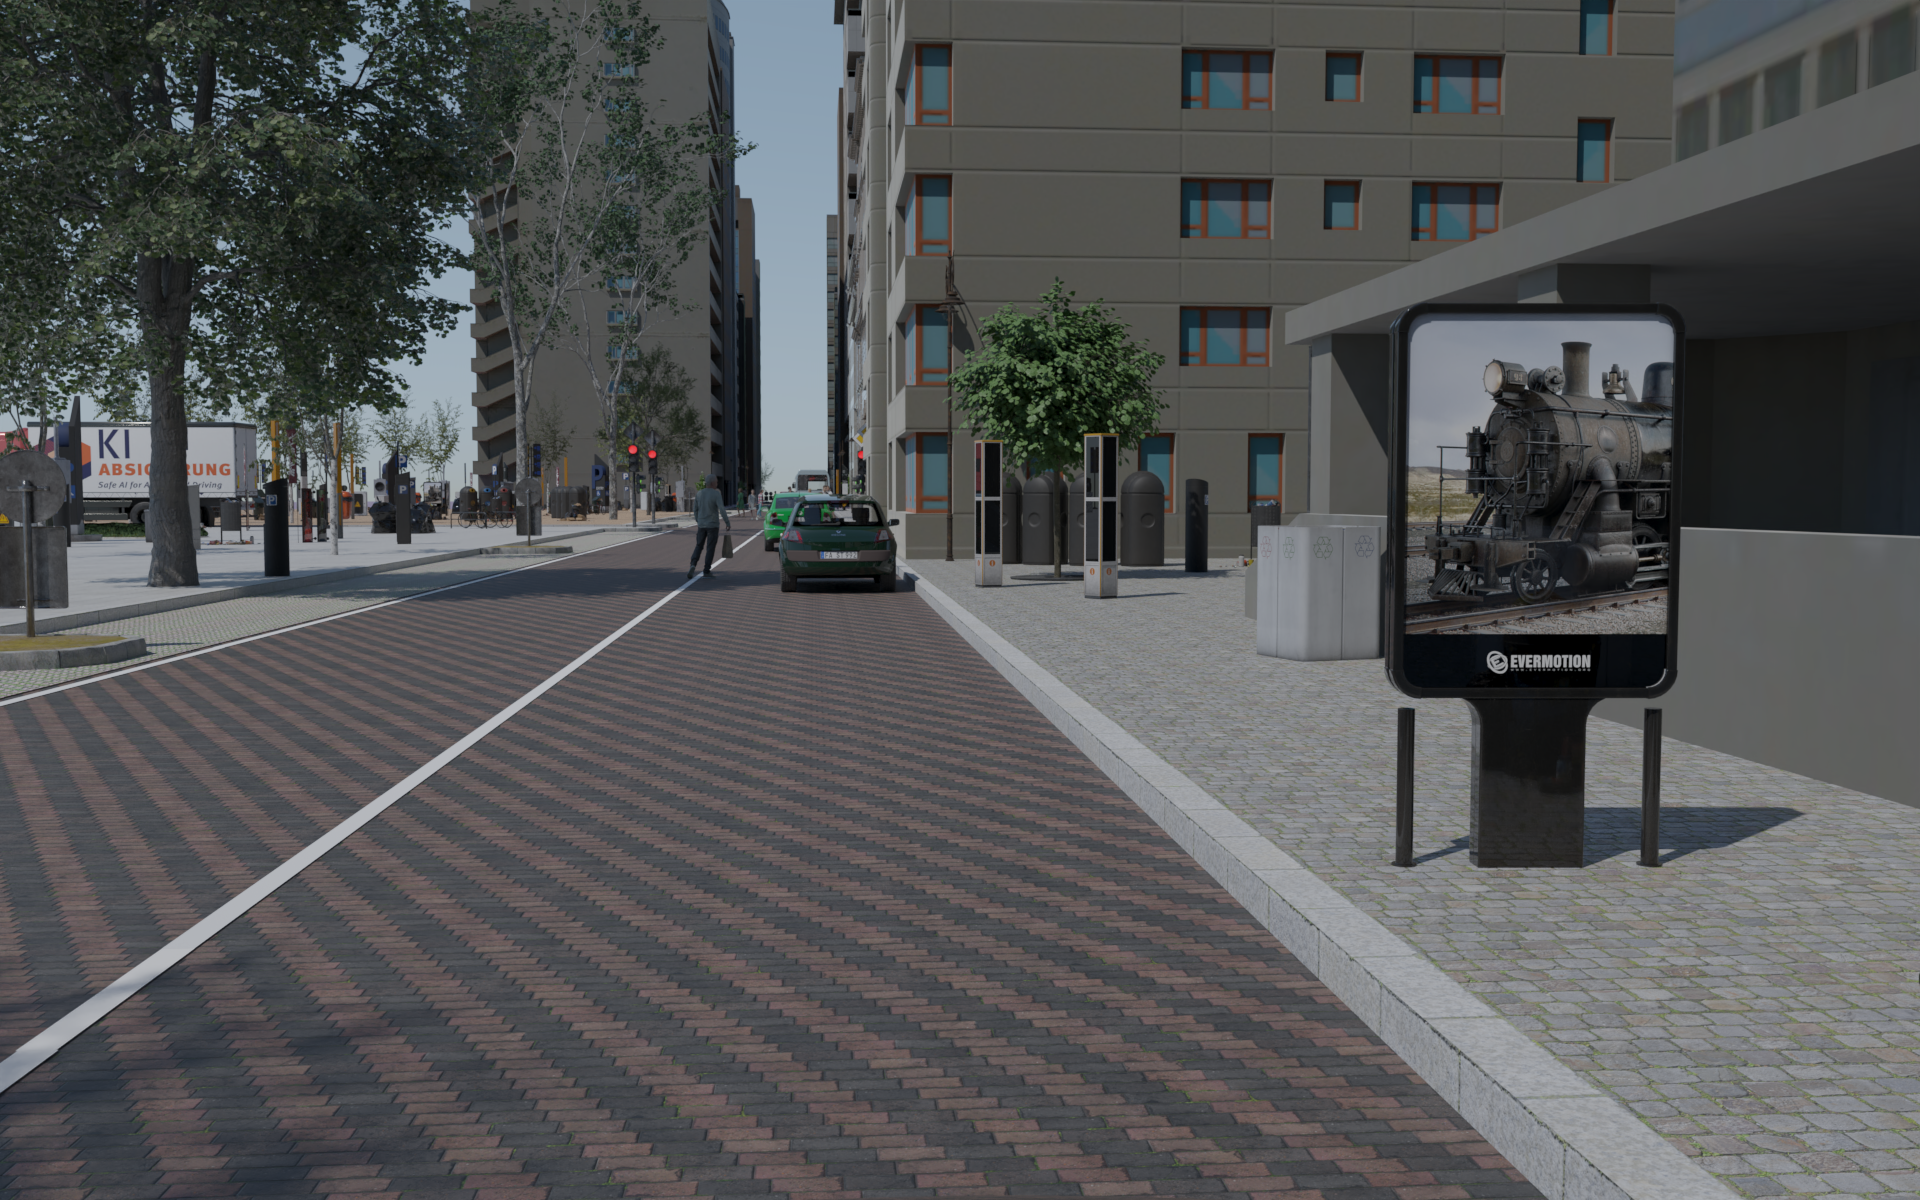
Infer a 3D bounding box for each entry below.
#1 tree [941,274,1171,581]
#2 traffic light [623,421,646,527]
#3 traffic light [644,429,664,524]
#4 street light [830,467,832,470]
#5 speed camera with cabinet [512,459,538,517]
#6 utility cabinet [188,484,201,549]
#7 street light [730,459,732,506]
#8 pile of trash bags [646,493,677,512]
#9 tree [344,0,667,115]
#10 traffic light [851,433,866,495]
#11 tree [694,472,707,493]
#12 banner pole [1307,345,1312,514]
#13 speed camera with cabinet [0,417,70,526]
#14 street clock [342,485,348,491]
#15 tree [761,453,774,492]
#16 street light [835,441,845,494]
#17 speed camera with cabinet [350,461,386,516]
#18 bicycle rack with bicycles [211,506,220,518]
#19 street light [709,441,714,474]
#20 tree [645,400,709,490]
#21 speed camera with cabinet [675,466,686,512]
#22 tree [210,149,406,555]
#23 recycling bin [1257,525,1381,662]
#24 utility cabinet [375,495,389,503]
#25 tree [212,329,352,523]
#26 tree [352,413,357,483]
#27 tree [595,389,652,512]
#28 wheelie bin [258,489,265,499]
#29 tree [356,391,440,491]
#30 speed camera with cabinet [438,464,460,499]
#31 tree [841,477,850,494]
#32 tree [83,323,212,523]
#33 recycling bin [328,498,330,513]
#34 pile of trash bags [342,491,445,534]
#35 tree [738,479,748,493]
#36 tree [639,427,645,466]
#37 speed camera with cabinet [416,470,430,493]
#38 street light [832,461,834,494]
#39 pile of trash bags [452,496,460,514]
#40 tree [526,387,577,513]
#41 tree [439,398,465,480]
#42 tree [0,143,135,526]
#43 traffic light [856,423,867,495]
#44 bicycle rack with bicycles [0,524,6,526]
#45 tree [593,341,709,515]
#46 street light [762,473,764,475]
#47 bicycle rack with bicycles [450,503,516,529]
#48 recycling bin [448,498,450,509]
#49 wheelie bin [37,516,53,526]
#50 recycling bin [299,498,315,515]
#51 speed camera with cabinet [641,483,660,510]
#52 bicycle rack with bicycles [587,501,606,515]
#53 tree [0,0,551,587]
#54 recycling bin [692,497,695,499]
[{"bbox_3d":[1.450,-2.597,26.169,4.285,4.588,4.351,0,3,0],"label":"tree"},{"bbox_3d":[-12.493,-4.742,66.451,0.839,4.253,0.868,0,4,-5],"label":"traffic light"},{"bbox_3d":[-13.165,-5.229,74.408,0.839,4.253,0.868,0,4,-5],"label":"traffic light"},{"bbox_3d":[-16.503,-15.472,225.750,0.468,5.910,1.993,0,4,-5],"label":"street light"},{"bbox_3d":[-24.612,-6.261,96.711,2.038,3.252,0.660,-2,4,-30],"label":"speed camera with cabinet"},{"bbox_3d":[-17.921,-1.901,39.760,1.173,1.500,0.318,2,4,35],"label":"utility cabinet"},{"bbox_3d":[-24.526,-12.995,185.249,0.468,5.910,1.993,0,4,-5],"label":"street light"},{"bbox_3d":[-21.523,-7.166,126.921,1.912,1.369,3.447,1,4,17],"label":"pile of trash bags"},{"bbox_3d":[-13.527,-12.303,57.050,12.611,20.169,13.585,0,3,0],"label":"tree"},{"bbox_3d":[-4.286,-5.275,75.171,0.839,4.253,0.868,0,4,-5],"label":"traffic light"},{"bbox_3d":[-22.153,-9.433,148.830,1.663,3.219,1.824,0,3,0],"label":"tree"},{"bbox_3d":[5.503,-2.248,26.768,0.401,3.779,0.863,-1,4,-12],"label":"banner pole"},{"bbox_3d":[-23.829,-3.058,44.330,2.038,3.252,0.660,1,4,13],"label":"speed camera with cabinet"},{"bbox_3d":[-49.614,-8.259,139.596,0.471,2.002,0.358,0,4,-1],"label":"street clock"},{"bbox_3d":[-35.207,-21.801,306.810,4.360,8.622,3.978,0,3,0],"label":"tree"},{"bbox_3d":[-10.891,-11.303,157.587,0.468,5.910,1.993,0,4,-5],"label":"street light"},{"bbox_3d":[-34.833,-6.576,101.849,2.038,3.252,0.660,-1,4,-15],"label":"speed camera with cabinet"},{"bbox_3d":[-40.471,-4.871,93.030,2.925,0.926,2.852,-1,4,-16],"label":"bicycle rack with bicycles"},{"bbox_3d":[-21.713,-10.925,151.406,0.468,5.910,1.993,0,4,-5],"label":"street light"},{"bbox_3d":[-21.078,-11.054,131.095,4.360,8.622,3.978,0,3,0],"label":"tree"},{"bbox_3d":[-19.752,-7.835,122.434,0.660,3.252,2.038,0,4,-5],"label":"speed camera with cabinet"},{"bbox_3d":[-13.325,-5.259,36.344,4.360,8.622,3.978,0,3,0],"label":"tree"},{"bbox_3d":[2.820,-0.067,13.652,0.722,1.027,0.722,-1,4,-20],"label":"recycling bin"},{"bbox_3d":[-31.990,-5.177,95.809,1.020,1.237,0.306,3,5,43],"label":"utility cabinet"},{"bbox_3d":[-29.546,-7.665,75.689,4.737,8.622,4.395,0,3,0],"label":"tree"},{"bbox_3d":[-44.628,-10.759,126.265,4.737,8.622,4.395,0,3,0],"label":"tree"},{"bbox_3d":[-23.050,-10.403,120.458,4.737,8.622,4.395,0,3,0],"label":"tree"},{"bbox_3d":[-46.330,-6.517,114.458,0.693,1.594,0.980,1,4,19],"label":"wheelie bin"},{"bbox_3d":[-38.807,-10.360,119.746,4.737,8.622,4.395,0,3,0],"label":"tree"},{"bbox_3d":[-33.423,-7.358,114.632,2.038,3.252,0.660,0,4,-7],"label":"speed camera with cabinet"},{"bbox_3d":[-9.782,-9.665,152.632,1.663,3.219,1.824,0,3,0],"label":"tree"},{"bbox_3d":[-35.486,-7.585,74.369,4.737,8.622,4.395,0,3,0],"label":"tree"},{"bbox_3d":[-42.714,-6.394,117.092,0.722,1.027,0.722,-3,4,-38],"label":"recycling bin"},{"bbox_3d":[-18.902,-2.875,56.761,3.447,1.369,1.912,1,4,9],"label":"pile of trash bags"},{"bbox_3d":[-28.222,-14.011,223.679,1.663,3.219,1.824,0,3,0],"label":"tree"},{"bbox_3d":[-24.516,-11.783,143.018,4.360,8.622,3.978,0,3,0],"label":"tree"},{"bbox_3d":[-42.485,-8.684,136.322,2.038,3.252,0.660,-1,4,-21],"label":"speed camera with cabinet"},{"bbox_3d":[-13.654,-13.373,191.434,0.468,5.910,1.993,0,4,-5],"label":"street light"},{"bbox_3d":[-33.339,-6.183,110.850,3.447,1.369,1.912,0,4,-3],"label":"pile of trash bags"},{"bbox_3d":[-28.588,-10.375,119.991,4.360,8.622,3.978,0,3,0],"label":"tree"},{"bbox_3d":[-39.213,-11.009,130.363,4.737,8.622,4.395,0,3,0],"label":"tree"},{"bbox_3d":[-18.970,-5.179,35.037,4.360,8.622,3.978,0,3,0],"label":"tree"},{"bbox_3d":[-3.614,-4.789,67.215,0.839,4.253,0.868,0,4,-5],"label":"traffic light"},{"bbox_3d":[-17.695,-1.030,30.215,2.925,0.926,2.852,-1,4,-10],"label":"bicycle rack with bicycles"},{"bbox_3d":[-18.529,-10.404,104.514,7.601,10.594,8.767,-3,5,-39],"label":"tree"},{"bbox_3d":[-34.475,-20.189,302.880,0.468,5.910,1.993,0,4,-5],"label":"street light"},{"bbox_3d":[-17.835,-3.159,65.037,2.925,0.926,2.852,2,4,30],"label":"bicycle rack with bicycles"},{"bbox_3d":[-43.090,-8.091,144.838,0.722,1.027,0.722,-2,4,-35],"label":"recycling bin"},{"bbox_3d":[-25.388,-2.456,48.066,0.980,1.594,0.693,0,4,-4],"label":"wheelie bin"},{"bbox_3d":[-40.791,-5.849,108.183,0.722,1.027,0.722,1,4,16],"label":"recycling bin"},{"bbox_3d":[-24.675,-8.785,137.968,0.660,3.252,2.038,1,4,20],"label":"speed camera with cabinet"},{"bbox_3d":[-23.369,-5.707,106.691,2.852,0.926,2.925,-2,4,-31],"label":"bicycle rack with bicycles"},{"bbox_3d":[-10.907,-7.169,23.861,9.857,13.997,8.962,0,3,0],"label":"tree"},{"bbox_3d":[-21.366,-7.718,138.746,0.722,1.027,0.722,-1,4,-10],"label":"recycling bin"}]
